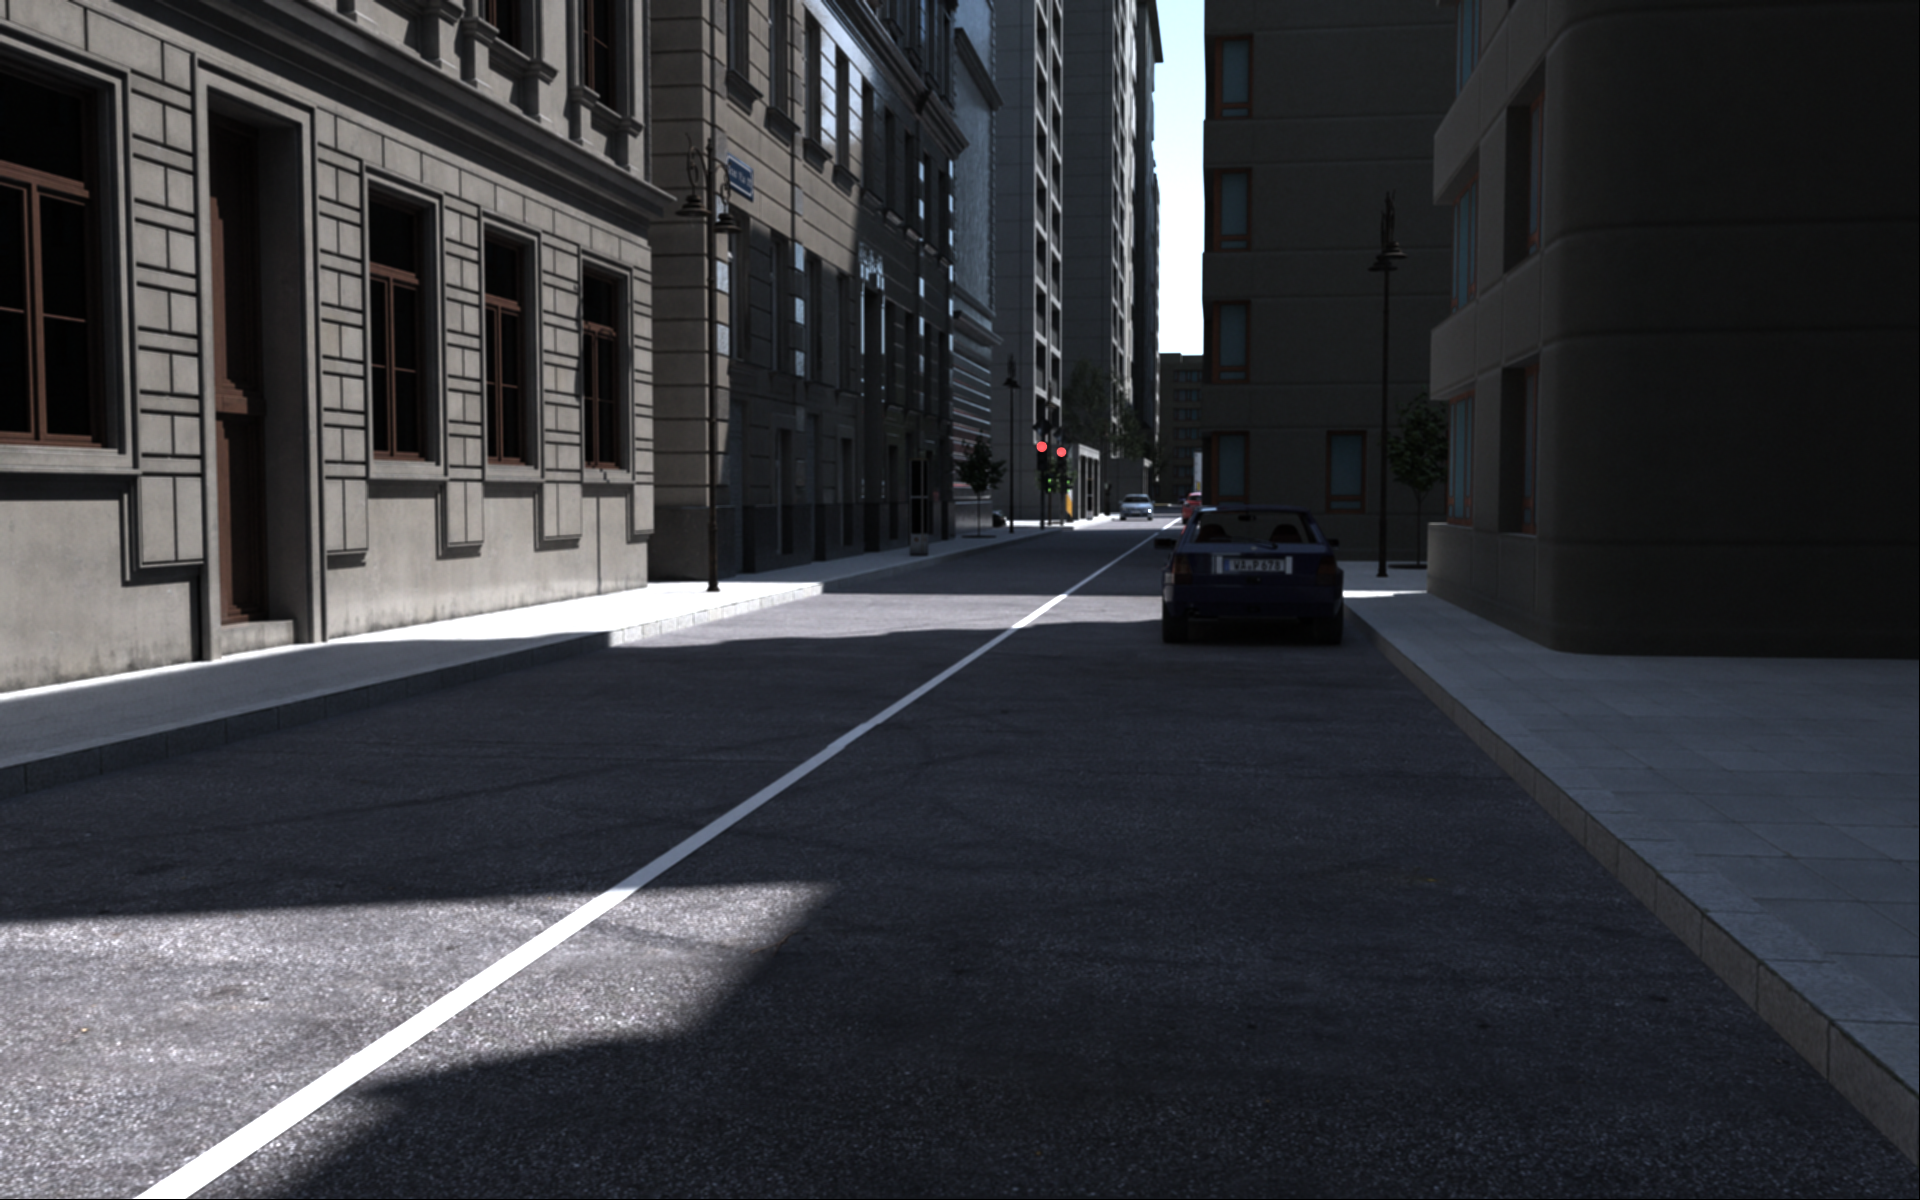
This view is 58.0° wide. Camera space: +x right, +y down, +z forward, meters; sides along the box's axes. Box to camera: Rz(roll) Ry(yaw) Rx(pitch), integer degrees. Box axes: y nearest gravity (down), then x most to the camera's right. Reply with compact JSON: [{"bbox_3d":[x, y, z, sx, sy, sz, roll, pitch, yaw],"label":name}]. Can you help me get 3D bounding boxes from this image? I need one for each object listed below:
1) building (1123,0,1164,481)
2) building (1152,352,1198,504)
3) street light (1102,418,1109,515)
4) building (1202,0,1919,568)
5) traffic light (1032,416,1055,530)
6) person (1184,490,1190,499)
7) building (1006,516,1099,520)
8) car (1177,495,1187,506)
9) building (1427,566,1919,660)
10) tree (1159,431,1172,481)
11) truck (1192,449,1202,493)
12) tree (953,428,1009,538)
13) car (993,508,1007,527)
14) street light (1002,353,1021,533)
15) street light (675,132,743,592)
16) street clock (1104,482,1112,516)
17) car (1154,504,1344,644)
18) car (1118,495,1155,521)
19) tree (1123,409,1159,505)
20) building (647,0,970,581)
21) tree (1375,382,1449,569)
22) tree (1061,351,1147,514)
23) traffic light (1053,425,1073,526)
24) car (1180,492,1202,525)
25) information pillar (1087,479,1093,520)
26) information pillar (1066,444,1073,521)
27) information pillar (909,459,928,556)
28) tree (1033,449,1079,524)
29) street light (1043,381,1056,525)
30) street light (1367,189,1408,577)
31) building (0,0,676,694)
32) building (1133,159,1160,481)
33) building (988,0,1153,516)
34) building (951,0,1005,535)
[{"bbox_3d":[7.029,-36.549,186.813,28.713,52.752,27.495,1,4,8],"label":"building"},{"bbox_3d":[19.759,-24.339,242.977,28.899,21.520,27.650,1,4,8],"label":"building"},{"bbox_3d":[8.808,-8.079,104.883,0.468,5.910,1.993,1,4,8],"label":"street light"},{"bbox_3d":[20.420,-12.237,45.110,27.650,21.520,28.899,1,4,8],"label":"building"},{"bbox_3d":[2.995,-4.499,62.483,0.839,4.253,0.868,1,4,8],"label":"traffic light"},{"bbox_3d":[26.817,-11.929,203.166,0.705,1.869,1.348,-3,5,-43],"label":"person"},{"bbox_3d":[-2.798,-40.102,93.919,20.563,71.187,20.611,1,4,8],"label":"building"},{"bbox_3d":[27.986,-12.426,215.738,1.945,1.354,3.894,0,4,7],"label":"car"},{"bbox_3d":[17.670,-9.827,5.708,27.650,21.520,28.899,1,4,8],"label":"building"},{"bbox_3d":[22.729,-15.438,202.770,4.737,8.622,4.395,0,3,0],"label":"tree"},{"bbox_3d":[16.455,-7.553,112.405,2.839,4.237,11.283,0,4,8],"label":"truck"},{"bbox_3d":[0.683,-3.454,51.070,1.663,3.219,1.824,0,3,0],"label":"tree"},{"bbox_3d":[-0.281,-3.541,67.680,4.222,1.686,2.009,1,4,8],"label":"car"},{"bbox_3d":[1.698,-5.144,56.892,0.468,5.910,1.993,1,4,8],"label":"street light"},{"bbox_3d":[-3.251,-3.049,22.641,0.468,5.910,1.993,1,4,8],"label":"street light"},{"bbox_3d":[8.637,-5.901,101.059,0.358,2.002,0.471,-2,4,-25],"label":"street clock"},{"bbox_3d":[2.976,-0.328,17.945,1.945,1.354,3.894,0,4,8],"label":"car"},{"bbox_3d":[9.708,-5.082,95.085,2.014,1.417,4.499,0,4,7],"label":"car"},{"bbox_3d":[13.743,-11.733,142.198,4.737,8.622,4.395,0,3,0],"label":"tree"},{"bbox_3d":[-7.480,-14.687,37.389,12.463,27.353,25.104,1,4,8],"label":"building"},{"bbox_3d":[8.083,-2.160,29.924,1.663,3.219,1.824,0,3,0],"label":"tree"},{"bbox_3d":[8.751,-10.929,113.102,7.601,10.594,8.767,1,4,12],"label":"tree"},{"bbox_3d":[4.164,-4.982,70.383,0.839,4.253,0.868,1,4,8],"label":"traffic light"},{"bbox_3d":[11.558,-4.509,82.768,2.155,1.783,4.494,1,4,9],"label":"car"},{"bbox_3d":[6.329,-4.888,84.409,0.304,2.012,0.304,0,4,8],"label":"information pillar"},{"bbox_3d":[5.093,-5.471,80.797,0.183,3.616,0.504,2,4,32],"label":"information pillar"},{"bbox_3d":[-0.853,-1.929,36.026,0.304,2.012,0.304,1,4,21],"label":"information pillar"},{"bbox_3d":[3.994,-4.842,73.776,1.663,3.219,1.824,0,3,0],"label":"tree"},{"bbox_3d":[3.669,-5.989,70.703,0.468,5.910,1.993,1,4,8],"label":"street light"},{"bbox_3d":[6.538,-3.293,26.634,0.468,5.910,1.993,1,4,8],"label":"street light"},{"bbox_3d":[-10.613,-10.890,14.209,11.583,22.565,21.152,1,4,8],"label":"building"},{"bbox_3d":[17.573,-32.434,213.887,14.086,41.232,14.154,1,4,8],"label":"building"},{"bbox_3d":[3.832,-42.100,126.586,20.563,71.187,20.611,1,4,8],"label":"building"},{"bbox_3d":[-8.658,-14.057,58.717,19.941,23.489,11.050,1,4,8],"label":"building"}]
